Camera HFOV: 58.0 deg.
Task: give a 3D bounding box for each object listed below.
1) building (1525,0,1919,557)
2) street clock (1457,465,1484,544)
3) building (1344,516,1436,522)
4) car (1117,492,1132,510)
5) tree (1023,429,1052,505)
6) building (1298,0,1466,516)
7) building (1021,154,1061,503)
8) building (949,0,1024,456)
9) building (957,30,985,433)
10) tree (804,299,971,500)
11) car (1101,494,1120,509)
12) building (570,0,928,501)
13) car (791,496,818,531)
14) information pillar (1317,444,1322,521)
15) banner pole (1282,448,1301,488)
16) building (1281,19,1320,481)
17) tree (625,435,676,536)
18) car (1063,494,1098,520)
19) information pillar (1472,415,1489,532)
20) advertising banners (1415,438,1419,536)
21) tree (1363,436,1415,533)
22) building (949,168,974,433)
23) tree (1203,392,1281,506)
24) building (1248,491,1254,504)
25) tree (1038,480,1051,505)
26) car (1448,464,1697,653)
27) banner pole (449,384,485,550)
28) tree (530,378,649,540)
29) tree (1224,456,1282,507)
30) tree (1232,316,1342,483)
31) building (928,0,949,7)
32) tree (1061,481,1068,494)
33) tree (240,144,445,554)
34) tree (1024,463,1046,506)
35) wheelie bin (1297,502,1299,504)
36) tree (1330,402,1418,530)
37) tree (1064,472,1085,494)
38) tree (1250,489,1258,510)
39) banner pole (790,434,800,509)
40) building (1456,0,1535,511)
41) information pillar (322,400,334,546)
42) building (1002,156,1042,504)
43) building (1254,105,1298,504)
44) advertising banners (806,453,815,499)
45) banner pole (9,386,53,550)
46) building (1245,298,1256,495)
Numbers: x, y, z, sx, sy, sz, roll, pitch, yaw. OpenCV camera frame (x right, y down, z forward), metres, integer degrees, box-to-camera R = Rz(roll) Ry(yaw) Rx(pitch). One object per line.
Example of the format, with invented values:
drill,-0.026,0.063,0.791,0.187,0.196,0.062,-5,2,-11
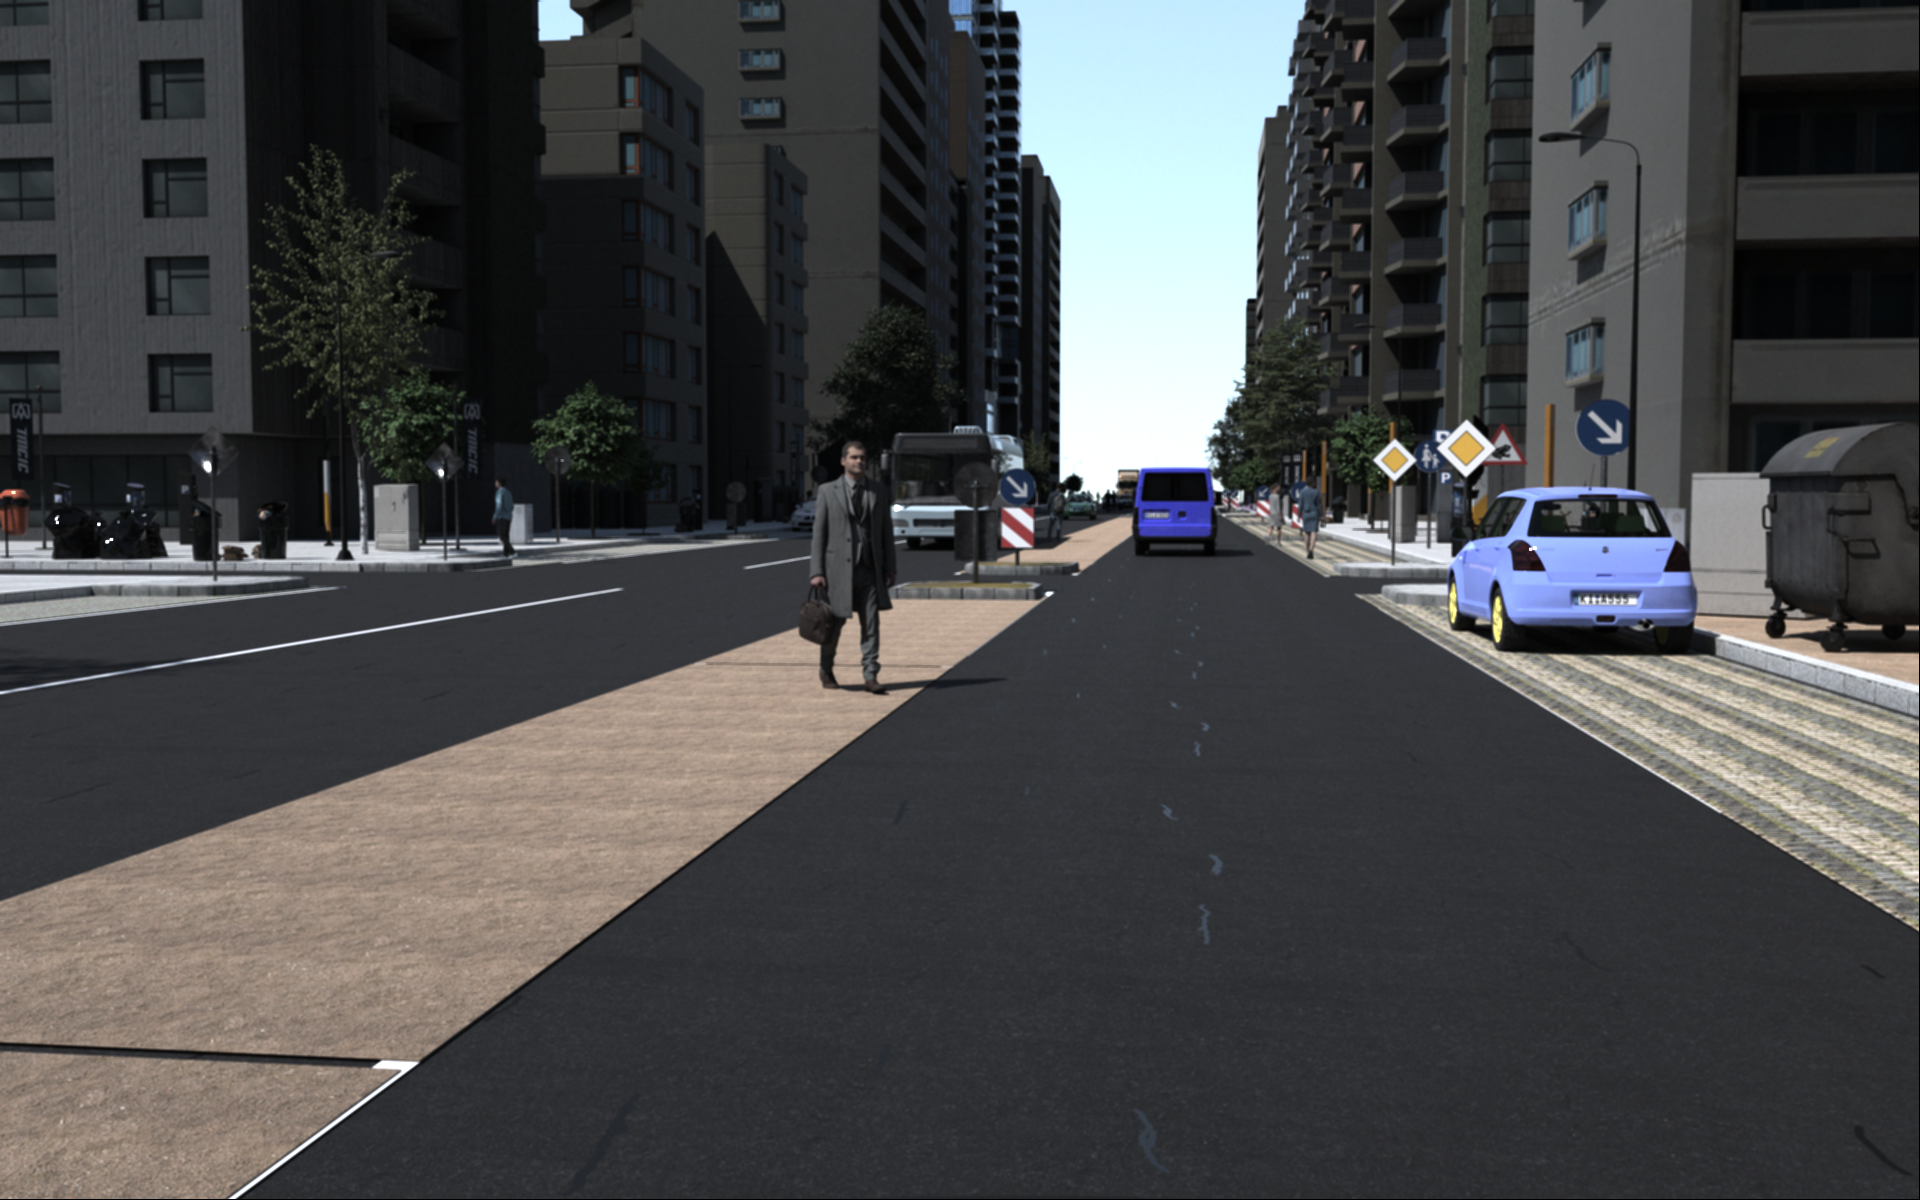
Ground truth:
building,25.314,-25.482,40.340,21.600,48.544,21.300,0,4,7
street clock,9.663,-1.728,32.825,0.471,2.002,0.358,1,4,10
building,30.213,-26.554,88.775,22.147,44.769,28.867,0,4,7
car,15.225,-8.969,156.431,2.009,1.686,4.222,1,4,9
tree,8.658,-14.994,195.507,4.737,8.622,4.395,0,3,0
building,37.360,-29.134,130.971,22.147,44.769,28.867,0,4,7
building,3.149,-38.377,251.165,21.300,48.544,21.600,0,4,7
building,-2.894,-54.835,209.224,22.319,86.520,31.000,0,4,7
building,-5.247,-31.580,166.447,14.600,45.320,14.200,0,4,7
tree,-3.947,-11.305,101.848,9.611,12.733,9.660,0,3,0
car,14.613,-9.464,166.539,2.131,1.459,4.920,0,4,6
building,-14.306,-30.346,119.866,21.300,48.544,21.600,0,4,7
car,-5.270,-3.364,67.361,2.083,1.381,4.827,0,4,8
information pillar,16.875,-5.497,81.231,0.183,3.616,0.504,3,5,42
banner pole,17.935,-6.377,94.283,0.863,3.779,0.401,0,4,-6
building,41.824,-33.059,160.116,23.786,49.044,30.456,0,4,7
tree,-9.941,-3.625,53.877,1.663,3.219,1.824,0,3,0
car,6.682,-5.224,97.209,2.131,1.459,4.920,0,4,7
information pillar,15.335,-3.655,51.112,0.504,3.616,0.183,-1,4,-16
advertising banners,14.237,-3.535,53.988,0.090,3.025,2.074,1,4,18
tree,13.957,-3.836,57.328,1.663,3.219,1.824,0,3,0
building,-6.612,-23.300,152.660,14.160,30.474,14.107,0,4,7
tree,31.947,-16.939,193.958,9.611,12.733,9.660,0,3,0
building,55.582,-33.143,233.761,32.217,40.220,23.993,0,4,7
tree,9.902,-13.109,208.939,1.663,3.219,1.824,0,3,0
car,5.843,-0.446,16.890,1.945,1.707,3.694,0,4,6
banner pole,-11.314,-3.039,39.698,0.863,3.779,0.401,-3,4,-36
tree,-10.361,-4.002,49.148,4.285,4.588,4.351,0,3,0
tree,23.782,-9.323,136.146,4.285,4.588,4.351,0,3,0
tree,20.922,-11.790,110.898,7.486,12.596,7.792,0,3,0
building,-8.651,-29.794,137.246,14.600,45.320,14.200,0,4,7
tree,14.181,-14.899,238.194,1.663,3.219,1.824,0,3,0
tree,-12.773,-5.274,36.588,4.737,8.622,4.395,0,3,0
tree,7.291,-11.995,179.825,4.285,4.588,4.351,0,3,0
wheelie bin,17.438,-4.887,87.805,0.693,1.594,0.980,1,4,23
tree,14.735,-4.781,61.889,4.285,4.588,4.351,0,3,0
tree,16.805,-16.600,255.127,4.285,4.588,4.351,0,3,0
tree,24.079,-8.932,140.632,1.663,3.219,1.824,0,3,0
banner pole,-6.843,-5.023,72.149,0.401,3.779,0.863,2,4,25
building,24.311,-17.601,59.473,14.160,30.474,14.107,0,4,7
information pillar,-15.642,-3.146,42.795,0.183,3.616,0.504,-1,4,-12
building,3.537,-35.614,232.392,14.600,45.320,14.200,0,4,7
building,47.393,-35.959,211.625,21.300,48.544,21.600,0,4,7
advertising banners,-6.439,-4.800,74.669,0.090,3.025,2.074,-1,4,-14
banner pole,-21.421,-3.053,39.927,0.863,3.779,0.401,-3,4,-39
building,48.845,-29.505,254.113,14.160,30.474,14.107,0,4,7
